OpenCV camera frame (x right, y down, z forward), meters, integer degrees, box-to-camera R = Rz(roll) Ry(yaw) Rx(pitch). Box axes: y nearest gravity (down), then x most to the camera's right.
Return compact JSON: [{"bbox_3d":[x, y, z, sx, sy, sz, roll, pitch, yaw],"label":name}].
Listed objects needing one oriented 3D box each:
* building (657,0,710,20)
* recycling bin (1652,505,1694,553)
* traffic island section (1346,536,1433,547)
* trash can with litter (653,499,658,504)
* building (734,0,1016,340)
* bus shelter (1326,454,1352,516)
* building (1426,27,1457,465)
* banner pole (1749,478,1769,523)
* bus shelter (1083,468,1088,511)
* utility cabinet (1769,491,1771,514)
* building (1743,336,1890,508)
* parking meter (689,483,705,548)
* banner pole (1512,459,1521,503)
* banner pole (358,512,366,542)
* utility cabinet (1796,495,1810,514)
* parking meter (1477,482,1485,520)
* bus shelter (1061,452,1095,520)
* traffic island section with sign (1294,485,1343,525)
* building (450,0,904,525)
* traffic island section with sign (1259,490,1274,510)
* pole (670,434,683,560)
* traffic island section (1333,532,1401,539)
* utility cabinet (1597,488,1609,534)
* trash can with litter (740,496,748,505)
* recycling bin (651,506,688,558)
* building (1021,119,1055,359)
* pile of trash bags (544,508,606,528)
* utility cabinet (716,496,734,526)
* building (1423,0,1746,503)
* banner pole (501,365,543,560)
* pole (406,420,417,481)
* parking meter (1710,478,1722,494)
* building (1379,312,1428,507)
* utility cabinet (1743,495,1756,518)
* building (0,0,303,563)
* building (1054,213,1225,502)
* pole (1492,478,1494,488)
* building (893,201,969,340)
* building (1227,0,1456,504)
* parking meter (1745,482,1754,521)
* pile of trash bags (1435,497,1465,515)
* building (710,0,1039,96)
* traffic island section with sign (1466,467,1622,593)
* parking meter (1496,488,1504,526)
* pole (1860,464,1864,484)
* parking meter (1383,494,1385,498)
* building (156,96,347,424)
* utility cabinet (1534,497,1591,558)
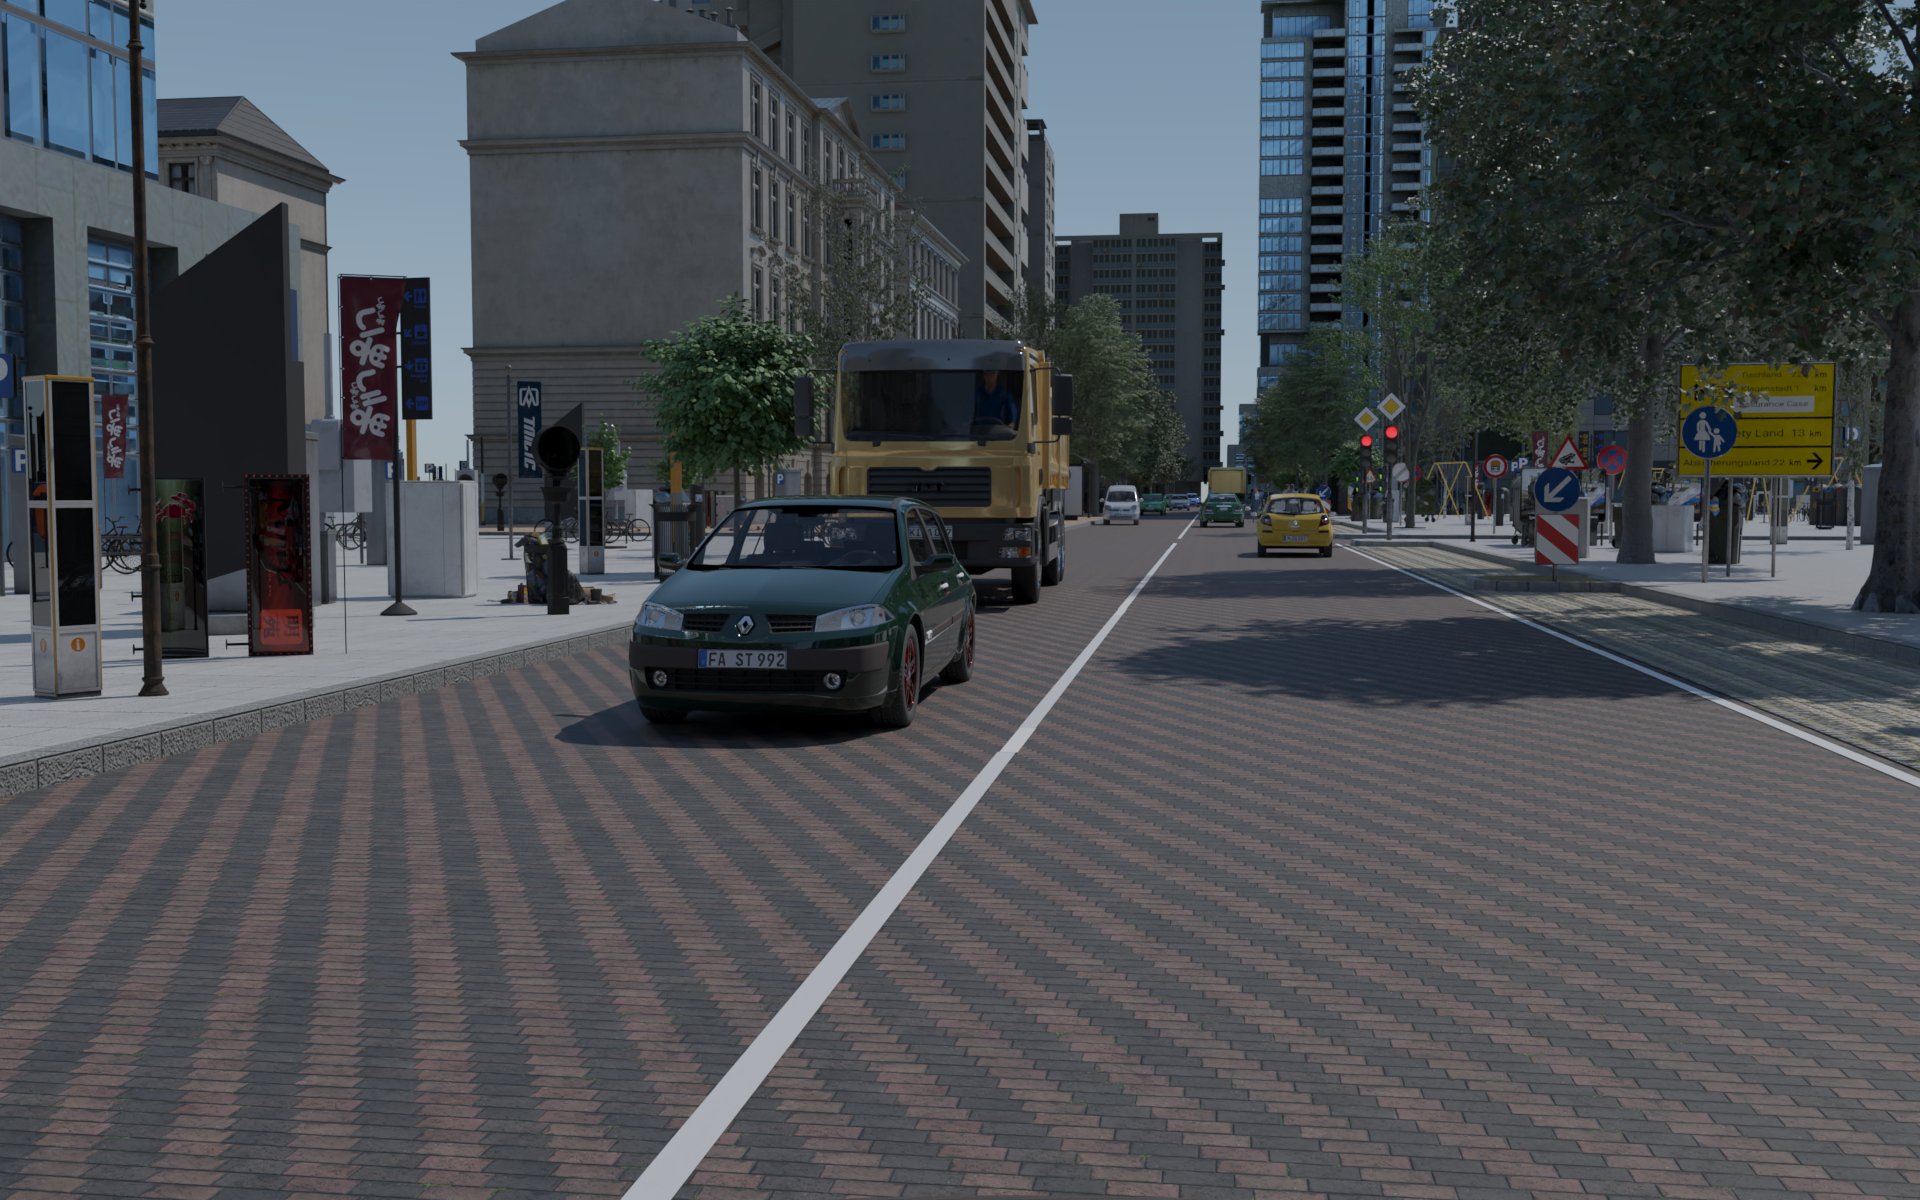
[{"bbox_3d":[-18.242,-39.675,190.693,28.212,58.520,21.231,1,4,8],"label":"building"},{"bbox_3d":[15.698,-1.567,38.172,0.722,1.027,0.722,3,4,39],"label":"recycling bin"},{"bbox_3d":[11.936,-1.578,48.083,2.009,0.180,2.903,1,4,8],"label":"traffic island section"},{"bbox_3d":[-12.219,-3.614,70.482,1.055,1.170,0.624,0,4,-6],"label":"trash can with litter"},{"bbox_3d":[-7.140,-31.903,145.317,21.300,48.544,21.600,1,4,8],"label":"building"},{"bbox_3d":[22.889,-6.855,103.358,1.731,3.624,6.357,1,4,8],"label":"bus shelter"},{"bbox_3d":[48.945,-28.830,154.959,14.154,41.232,14.086,1,4,8],"label":"building"},{"bbox_3d":[35.339,-5.292,76.535,0.863,3.779,0.401,3,5,39],"label":"banner pole"},{"bbox_3d":[9.132,-8.276,126.597,1.731,3.624,6.357,1,4,8],"label":"bus shelter"},{"bbox_3d":[50.668,-6.043,107.480,0.318,1.500,1.173,0,4,-5],"label":"utility cabinet"},{"bbox_3d":[91.635,-20.042,172.726,28.899,21.520,27.650,1,4,8],"label":"building"},{"bbox_3d":[-6.306,-2.030,41.605,0.372,1.533,0.369,0,3,0],"label":"parking meter"},{"bbox_3d":[39.733,-8.185,123.839,0.863,3.779,0.401,3,4,38],"label":"banner pole"},{"bbox_3d":[-16.046,-3.462,46.622,0.401,3.779,0.863,-2,4,-24],"label":"banner pole"},{"bbox_3d":[55.287,-6.264,113.576,1.020,1.237,0.306,-2,4,-27],"label":"utility cabinet"},{"bbox_3d":[26.246,-4.987,87.250,0.255,1.863,0.399,3,4,37],"label":"parking meter"},{"bbox_3d":[5.553,-5.669,86.613,2.014,3.302,5.546,1,4,8],"label":"bus shelter"},{"bbox_3d":[16.694,-4.385,80.319,1.989,1.847,2.006,1,4,8],"label":"traffic island section with sign"},{"bbox_3d":[-11.443,-16.463,88.255,14.460,24.649,34.723,1,4,8],"label":"building"},{"bbox_3d":[28.019,-9.093,157.297,1.989,1.847,2.006,1,4,8],"label":"traffic island section with sign"},{"bbox_3d":[-5.292,-2.351,32.282,0.158,3.312,0.155,0,3,0],"label":"pole"},{"bbox_3d":[13.098,-2.061,55.983,2.009,0.180,2.903,1,4,8],"label":"traffic island section"},{"bbox_3d":[20.098,-2.849,55.260,1.173,1.500,0.318,-1,4,-14],"label":"utility cabinet"},{"bbox_3d":[-7.361,-3.049,60.911,1.678,1.210,2.233,2,4,24],"label":"trash can with litter"},{"bbox_3d":[-5.896,-1.382,35.157,0.722,1.027,0.722,-1,4,-11],"label":"recycling bin"},{"bbox_3d":[3.211,-31.080,191.747,14.086,41.232,14.154,1,4,8],"label":"building"},{"bbox_3d":[-15.042,-3.462,66.364,1.912,1.369,3.447,-3,4,-39],"label":"pile of trash bags"},{"bbox_3d":[-9.038,-3.371,66.274,1.020,1.237,0.306,0,4,5],"label":"utility cabinet"},{"bbox_3d":[48.741,-42.705,136.476,20.563,71.187,20.611,1,4,8],"label":"building"},{"bbox_3d":[-8.532,-2.674,33.733,0.863,3.779,0.401,-2,4,-24],"label":"banner pole"},{"bbox_3d":[-11.353,-2.571,35.886,0.158,3.312,0.155,0,3,0],"label":"pole"},{"bbox_3d":[19.492,-2.384,44.682,0.255,1.863,0.399,3,5,44],"label":"parking meter"},{"bbox_3d":[58.106,-20.236,175.900,27.650,21.520,28.899,1,4,8],"label":"building"},{"bbox_3d":[42.482,-5.047,93.681,1.020,1.237,0.306,0,4,-6],"label":"utility cabinet"},{"bbox_3d":[-32.787,-43.910,30.595,31.000,86.520,22.319,1,4,8],"label":"building"},{"bbox_3d":[24.874,-33.671,242.396,23.993,40.220,32.217,1,4,8],"label":"building"},{"bbox_3d":[35.616,-7.446,115.586,0.158,3.312,0.155,0,3,0],"label":"pole"},{"bbox_3d":[-6.598,-17.103,115.792,11.583,22.565,21.152,1,4,8],"label":"building"},{"bbox_3d":[51.619,-56.159,230.874,31.000,86.520,22.319,1,4,8],"label":"building"},{"bbox_3d":[38.008,-4.750,83.372,0.255,1.863,0.399,0,4,1],"label":"parking meter"},{"bbox_3d":[29.397,-5.855,105.480,1.912,1.369,3.447,3,5,44],"label":"pile of trash bags"},{"bbox_3d":[-7.783,-35.565,170.732,28.713,52.752,27.495,1,4,8],"label":"building"},{"bbox_3d":[8.712,-1.065,26.040,1.989,1.847,2.006,1,4,8],"label":"traffic island section with sign"},{"bbox_3d":[21.603,-3.731,69.420,0.372,1.533,0.369,0,3,0],"label":"parking meter"},{"bbox_3d":[56.551,-7.023,108.674,0.158,3.312,0.155,0,3,0],"label":"pole"},{"bbox_3d":[23.654,-5.516,95.900,0.399,1.863,0.255,-1,4,-22],"label":"parking meter"},{"bbox_3d":[-39.590,-13.129,79.281,19.286,19.102,10.561,1,4,8],"label":"building"},{"bbox_3d":[12.130,-1.451,34.891,1.020,1.237,0.306,2,4,32],"label":"utility cabinet"}]
